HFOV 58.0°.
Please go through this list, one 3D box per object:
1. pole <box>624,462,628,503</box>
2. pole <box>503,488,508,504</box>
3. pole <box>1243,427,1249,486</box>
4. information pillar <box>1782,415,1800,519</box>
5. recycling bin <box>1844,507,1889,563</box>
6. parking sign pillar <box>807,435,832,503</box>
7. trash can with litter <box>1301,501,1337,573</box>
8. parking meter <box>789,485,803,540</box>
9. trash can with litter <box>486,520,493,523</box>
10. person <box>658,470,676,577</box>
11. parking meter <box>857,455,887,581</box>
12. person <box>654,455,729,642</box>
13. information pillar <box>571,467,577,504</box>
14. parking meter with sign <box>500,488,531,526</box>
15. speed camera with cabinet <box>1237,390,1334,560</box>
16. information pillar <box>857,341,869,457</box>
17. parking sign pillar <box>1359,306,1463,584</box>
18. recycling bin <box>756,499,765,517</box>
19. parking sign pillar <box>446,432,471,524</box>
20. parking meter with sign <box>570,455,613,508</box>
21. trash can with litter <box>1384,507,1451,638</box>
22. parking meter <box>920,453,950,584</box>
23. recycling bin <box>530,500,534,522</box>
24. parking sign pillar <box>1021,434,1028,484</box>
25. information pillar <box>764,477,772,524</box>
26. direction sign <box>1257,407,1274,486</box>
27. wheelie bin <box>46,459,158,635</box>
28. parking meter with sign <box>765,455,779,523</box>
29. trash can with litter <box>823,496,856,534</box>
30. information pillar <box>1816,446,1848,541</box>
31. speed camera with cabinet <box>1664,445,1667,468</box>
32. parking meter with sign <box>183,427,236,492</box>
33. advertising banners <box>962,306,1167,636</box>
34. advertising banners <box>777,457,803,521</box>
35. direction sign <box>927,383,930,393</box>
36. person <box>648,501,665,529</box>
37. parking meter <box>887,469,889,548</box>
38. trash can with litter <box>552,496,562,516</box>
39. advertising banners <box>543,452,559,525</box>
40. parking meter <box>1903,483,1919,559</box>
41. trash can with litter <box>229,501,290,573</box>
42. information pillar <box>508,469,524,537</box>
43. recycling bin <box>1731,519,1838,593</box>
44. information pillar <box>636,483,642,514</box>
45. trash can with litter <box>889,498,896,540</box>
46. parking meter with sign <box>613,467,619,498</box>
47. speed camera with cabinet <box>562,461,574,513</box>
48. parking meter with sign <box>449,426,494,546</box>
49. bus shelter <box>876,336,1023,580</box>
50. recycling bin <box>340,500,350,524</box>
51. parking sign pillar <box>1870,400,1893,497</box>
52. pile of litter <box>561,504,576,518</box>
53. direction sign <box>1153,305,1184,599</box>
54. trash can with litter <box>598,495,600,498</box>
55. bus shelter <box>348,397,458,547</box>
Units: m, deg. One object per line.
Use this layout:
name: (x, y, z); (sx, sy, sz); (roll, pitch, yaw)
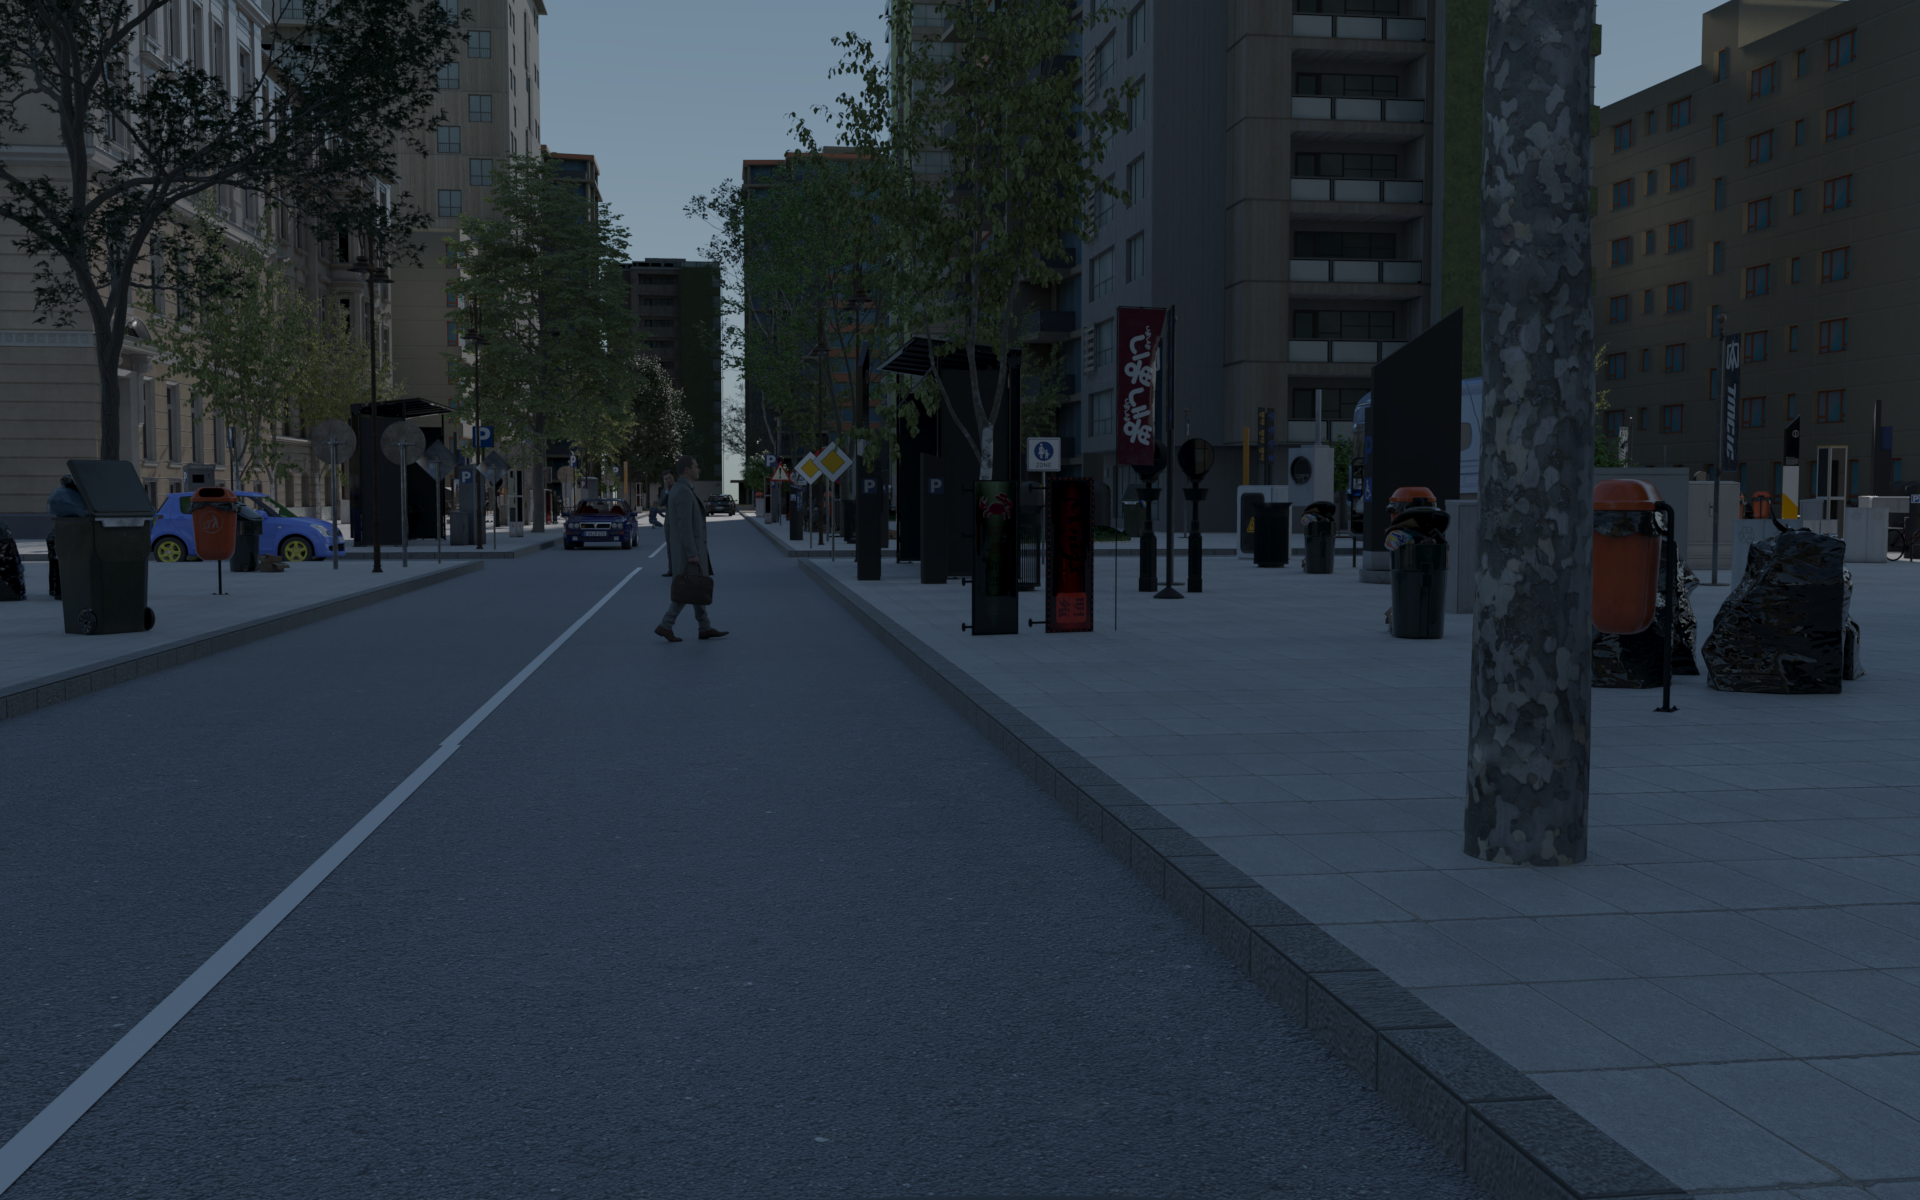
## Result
pole: (-20.990, -7.030, 108.782); (0.158, 3.312, 0.155); (0, 3, 0)
pole: (-19.470, -4.912, 74.148); (0.158, 3.312, 0.155); (0, 3, 0)
pole: (8.736, -3.613, 52.922); (0.158, 3.312, 0.155); (0, 3, 0)
information pillar: (24.658, -3.671, 51.372); (0.504, 3.616, 0.183); (-1, 4, -12)
recycling bin: (16.929, -1.218, 32.472); (0.722, 1.027, 0.722); (1, 4, 17)
parking sign pillar: (-6.451, -5.574, 79.612); (1.447, 3.967, 1.447); (3, 5, 40)
trash can with litter: (5.754, -1.027, 28.180); (0.624, 1.170, 1.055); (0, 4, -1)
parking meter: (-4.539, -2.422, 48.003); (0.372, 1.533, 0.369); (0, 3, 0)
trash can with litter: (-21.547, -4.078, 77.732); (1.678, 1.210, 2.233); (-1, 4, -14)
person: (-4.910, -1.324, 29.946); (0.655, 1.846, 0.447); (1, 4, 11)
parking meter: (-1.332, -1.226, 25.762); (0.399, 1.863, 0.255); (0, 4, -3)
person: (-2.623, -0.509, 16.923); (0.767, 1.812, 0.694); (-1, 4, -16)
information pillar: (-24.141, -7.144, 108.167); (0.504, 3.616, 0.183); (2, 4, 35)
parking meter with sign: (-17.867, -4.538, 70.456); (1.738, 3.016, 0.543); (0, 4, 0)
speed camera with cabinet: (6.235, -2.384, 33.313); (0.660, 3.252, 2.038); (-2, 4, -35)
information pillar: (-1.467, -2.142, 26.372); (0.183, 3.616, 0.504); (1, 4, 9)
parking sign pillar: (6.532, -2.235, 25.019); (1.447, 3.967, 1.447); (0, 4, -5)
recycling bin: (-10.786, -5.082, 95.649); (0.722, 1.027, 0.722); (-3, 5, -42)
parking sign pillar: (-21.706, -5.329, 75.600); (1.447, 3.967, 1.447); (0, 4, -2)
parking meter with sign: (-16.593, -4.980, 77.682); (0.543, 3.016, 1.738); (3, 5, 44)
trash can with litter: (4.054, -0.263, 15.690); (0.624, 1.170, 1.055); (0, 4, 1)
parking meter: (-0.355, -1.165, 24.762); (0.399, 1.863, 0.255); (-1, 4, -11)
recycling bin: (-19.511, -4.140, 80.236); (0.722, 1.027, 0.722); (1, 4, 22)
parking sign pillar: (2.105, -5.051, 71.048); (1.447, 3.967, 1.447); (1, 4, 17)
information pillar: (-8.235, -4.273, 74.358); (0.304, 2.012, 0.304); (0, 4, -2)
direction sign: (8.023, -3.272, 45.487); (0.379, 3.537, 0.876); (3, 4, 37)
wheelie bin: (-7.952, -0.495, 16.007); (0.693, 1.594, 0.980); (2, 4, 29)
parking meter with sign: (-8.352, -4.959, 77.333); (0.543, 3.016, 1.738); (0, 4, -1)
trash can with litter: (-3.577, -2.773, 56.389); (2.233, 1.210, 1.678); (-2, 4, -34)
information pillar: (13.303, -1.344, 26.466); (0.304, 2.012, 0.304); (-1, 4, -10)
speed camera with cabinet: (28.209, -4.676, 70.784); (0.660, 3.252, 2.038); (-1, 4, -12)
parking meter with sign: (-19.539, -2.947, 44.440); (1.738, 3.016, 0.543); (-3, 4, -39)
advertising banners: (0.988, -1.210, 15.965); (2.074, 3.025, 0.090); (-1, 4, -22)
advertising banners: (-8.202, -5.335, 83.419); (0.090, 3.025, 2.074); (2, 4, 32)
direction sign: (-0.462, -2.535, 33.438); (0.379, 3.537, 0.876); (-2, 4, -23)
person: (-12.692, -3.550, 72.043); (1.012, 1.151, 0.738); (2, 4, 35)
parking meter: (-1.905, -2.163, 41.078); (0.399, 1.863, 0.255); (-1, 4, -17)
trash can with litter: (-23.726, -5.466, 100.752); (1.055, 1.170, 0.624); (-2, 4, -24)
advertising banners: (-17.241, -4.669, 72.530); (0.090, 3.025, 2.074); (0, 4, 8)
parking meter: (18.945, -1.586, 34.347); (0.372, 1.533, 0.369); (0, 3, 0)
trash can with litter: (-11.582, -1.052, 28.584); (1.055, 1.170, 0.624); (1, 4, 13)
information pillar: (-13.178, -2.869, 51.395); (0.304, 2.012, 0.304); (2, 4, 27)
recycling bin: (8.201, -0.287, 17.241); (0.722, 1.027, 0.722); (-2, 4, -33)
information pillar: (-21.034, -6.671, 113.557); (0.304, 2.012, 0.304); (1, 4, 13)
trash can with litter: (-2.134, -2.303, 49.036); (1.055, 1.170, 0.624); (3, 4, 38)
parking meter with sign: (-22.522, -7.003, 110.756); (1.738, 3.016, 0.543); (3, 5, 44)
speed camera with cabinet: (-23.350, -6.652, 103.091); (0.660, 3.252, 2.038); (-1, 4, -10)
parking meter with sign: (-12.345, -2.901, 43.697); (0.543, 3.016, 1.738); (0, 4, 8)
bus shelter: (-0.263, -2.309, 29.042); (1.731, 3.624, 6.357); (0, 4, -8)
recycling bin: (-26.253, -3.800, 74.684); (0.722, 1.027, 0.722); (0, 4, -6)
parking sign pillar: (26.641, -3.772, 50.145); (1.447, 3.967, 1.447); (2, 4, 24)
pile of litter: (-20.610, -4.803, 92.498); (1.176, 0.858, 1.719); (-3, 4, -36)
direction sign: (2.571, -1.788, 21.232); (0.379, 3.537, 0.876); (0, 4, 3)
trash can with litter: (-21.042, -5.355, 98.604); (2.233, 1.210, 1.678); (-1, 4, -12)
bus shelter: (-14.385, -3.289, 45.060); (1.731, 3.624, 6.357); (0, 4, -8)
